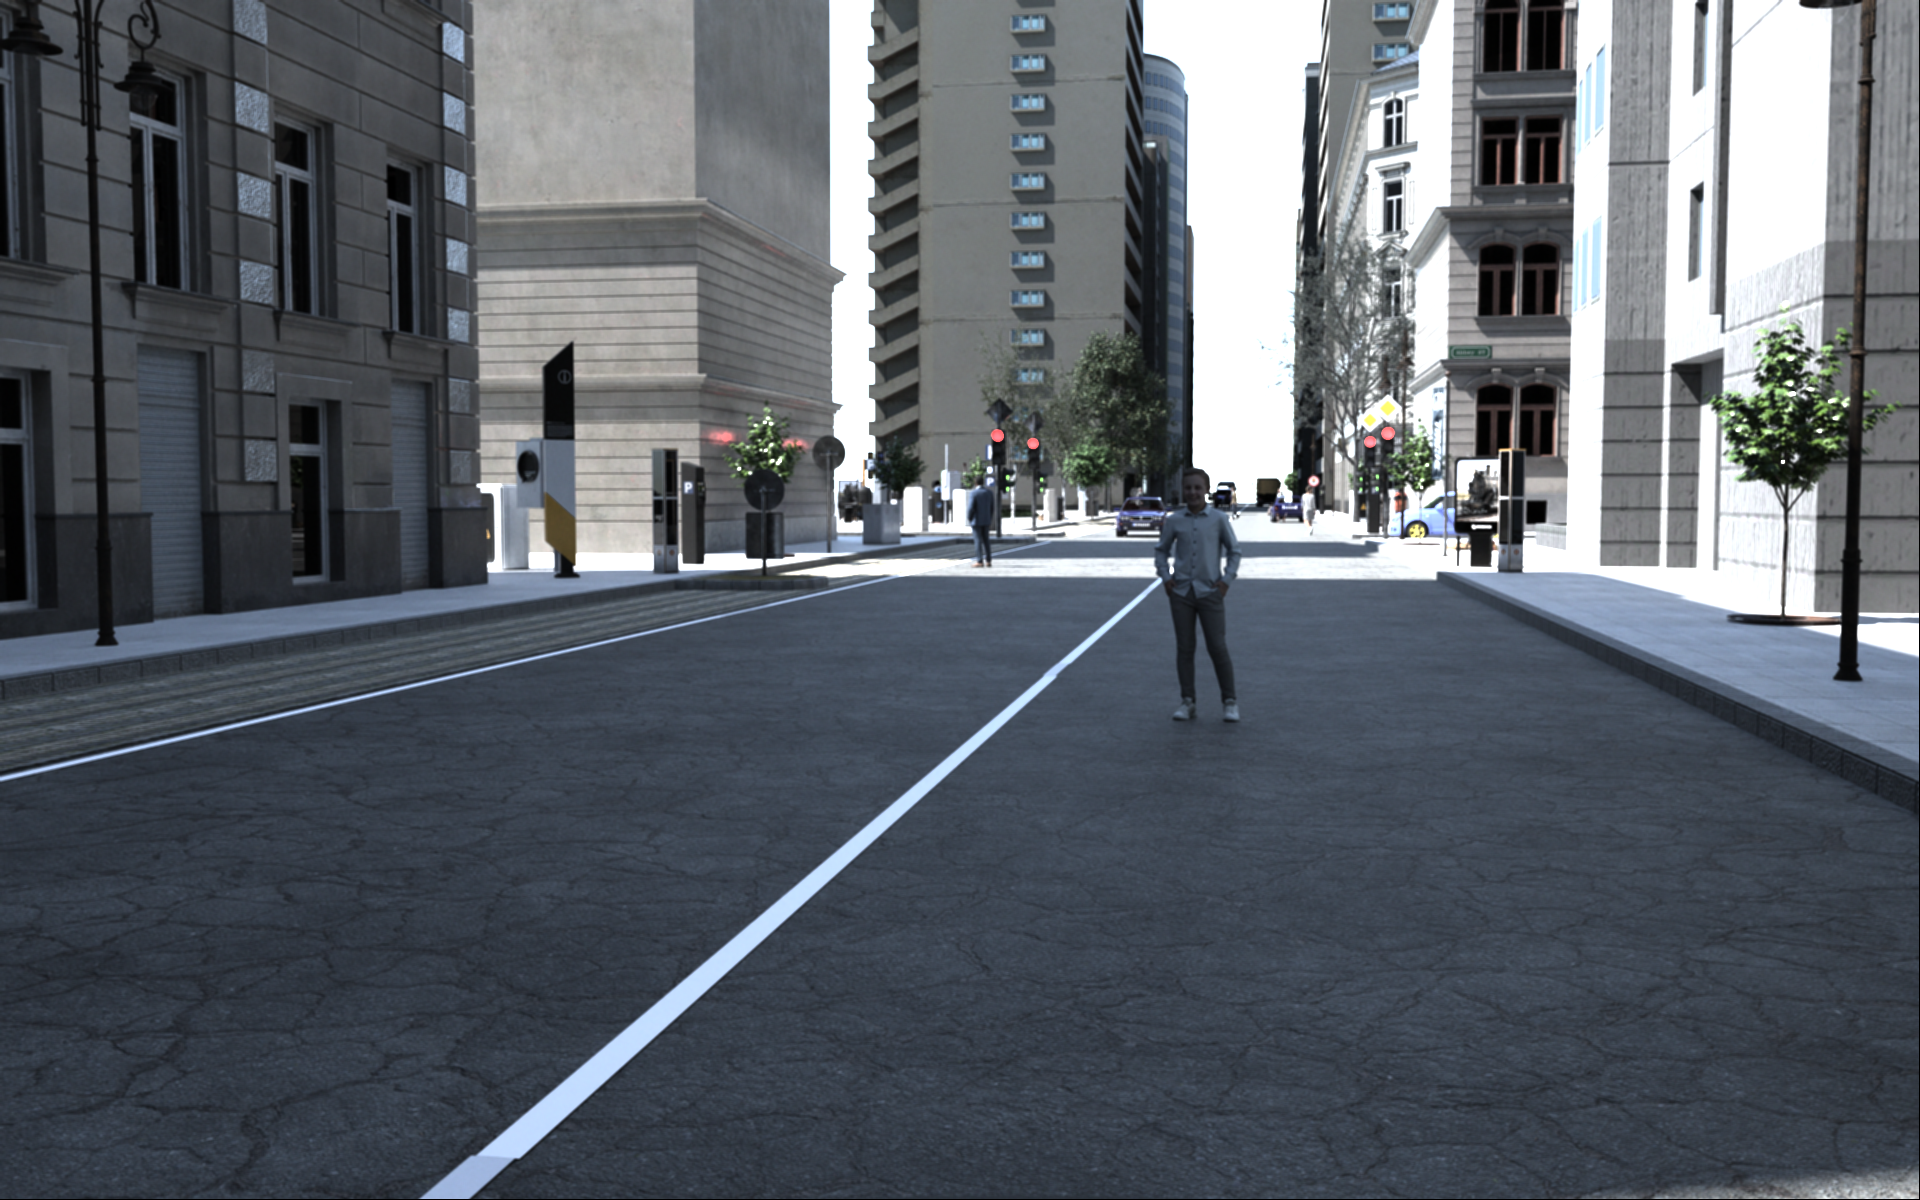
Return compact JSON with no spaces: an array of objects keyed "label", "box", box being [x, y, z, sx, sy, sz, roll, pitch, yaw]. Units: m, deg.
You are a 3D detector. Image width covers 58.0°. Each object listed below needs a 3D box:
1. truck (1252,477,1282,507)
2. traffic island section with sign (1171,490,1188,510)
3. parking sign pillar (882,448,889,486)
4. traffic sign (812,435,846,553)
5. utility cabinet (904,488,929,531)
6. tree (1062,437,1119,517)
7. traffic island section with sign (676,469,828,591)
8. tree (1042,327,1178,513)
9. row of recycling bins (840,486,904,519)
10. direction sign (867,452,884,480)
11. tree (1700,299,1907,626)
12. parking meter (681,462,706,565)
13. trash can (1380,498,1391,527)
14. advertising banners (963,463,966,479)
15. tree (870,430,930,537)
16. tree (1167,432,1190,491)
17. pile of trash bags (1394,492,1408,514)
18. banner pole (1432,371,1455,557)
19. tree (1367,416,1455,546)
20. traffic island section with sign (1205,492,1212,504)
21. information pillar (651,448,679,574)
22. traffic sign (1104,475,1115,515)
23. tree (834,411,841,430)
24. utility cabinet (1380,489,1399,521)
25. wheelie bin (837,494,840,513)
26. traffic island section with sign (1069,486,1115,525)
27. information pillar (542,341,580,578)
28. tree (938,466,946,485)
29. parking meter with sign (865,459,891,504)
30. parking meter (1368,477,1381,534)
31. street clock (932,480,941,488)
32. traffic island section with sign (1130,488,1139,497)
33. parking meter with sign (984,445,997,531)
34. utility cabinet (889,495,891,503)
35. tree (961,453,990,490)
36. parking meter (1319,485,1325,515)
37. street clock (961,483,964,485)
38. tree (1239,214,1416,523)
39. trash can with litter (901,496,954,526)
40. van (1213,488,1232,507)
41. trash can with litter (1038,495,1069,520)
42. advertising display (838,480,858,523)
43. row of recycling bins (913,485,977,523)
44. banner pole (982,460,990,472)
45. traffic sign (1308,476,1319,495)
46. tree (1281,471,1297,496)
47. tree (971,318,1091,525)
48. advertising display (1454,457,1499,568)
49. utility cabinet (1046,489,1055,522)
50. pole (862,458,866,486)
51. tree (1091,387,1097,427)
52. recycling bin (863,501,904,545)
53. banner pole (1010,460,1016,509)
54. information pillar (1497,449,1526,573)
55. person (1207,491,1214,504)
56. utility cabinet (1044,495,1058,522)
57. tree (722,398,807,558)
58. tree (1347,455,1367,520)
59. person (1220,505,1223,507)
[{"label":"truck","box":[35.446,-12.462,199.674,3.469,3.379,9.791,1,4,8]},{"label":"traffic island section with sign","box":[19.579,-9.088,157.219,1.989,1.847,2.006,1,4,10]},{"label":"parking sign pillar","box":[-4.409,-6.950,102.106,1.447,3.967,1.447,0,4,-3]},{"label":"traffic sign","box":[-2.848,-2.294,37.619,0.768,2.556,0.104,1,4,14]},{"label":"utility cabinet","box":[-1.492,-3.110,59.533,0.318,1.500,1.173,-2,4,-33]},{"label":"tree","box":[7.400,-7.044,98.881,4.285,4.588,4.351,0,3,0]},{"label":"traffic island section with sign","box":[-3.099,-1.093,26.498,1.989,1.847,2.006,1,4,10]},{"label":"tree","box":[10.231,-12.331,118.614,9.611,12.733,9.660,0,3,0]},{"label":"row of recycling bins","box":[-4.390,-4.982,88.572,3.534,1.692,1.069,0,4,1]},{"label":"direction sign","box":[-4.506,-6.137,92.339,0.876,3.537,0.379,0,4,-8]},{"label":"tree","box":[8.197,-1.392,17.354,1.663,3.219,1.824,0,3,0]},{"label":"parking meter","box":[-4.859,-1.581,31.563,0.399,1.863,0.255,2,4,28]},{"label":"trash can","box":[16.665,-3.471,68.407,0.748,1.137,0.748,0,3,0]},{"label":"advertising banners","box":[0.470,-6.249,98.362,0.090,3.025,2.074,1,4,16]},{"label":"tree","box":[-1.973,-3.527,52.261,1.663,3.219,1.824,0,3,0]},{"label":"tree","box":[24.892,-15.470,203.293,4.737,8.622,4.395,0,3,0]},{"label":"pile of trash bags","box":[21.027,-4.163,77.817,1.912,1.369,3.447,-3,5,-45]},{"label":"banner pole","box":[9.883,-2.787,35.577,0.401,3.779,0.863,-1,4,-12]},{"label":"tree","box":[11.427,-2.988,43.460,1.663,3.219,1.824,0,3,0]},{"label":"traffic island section with sign","box":[38.284,-15.690,265.152,1.989,1.847,2.006,1,4,10]},{"label":"information pillar","box":[-4.761,-1.437,27.995,0.304,2.012,0.304,3,4,39]},{"label":"traffic sign","box":[9.223,-6.554,107.261,0.768,2.556,0.104,1,4,16]},{"label":"tree","box":[-9.129,-9.093,99.028,4.360,8.622,3.978,0,3,0]},{"label":"utility cabinet","box":[20.308,-4.509,82.404,0.318,1.500,1.173,-3,4,-37]},{"label":"wheelie bin","box":[-7.283,-6.133,108.188,0.693,1.594,0.980,3,4,37]},{"label":"traffic island section with sign","box":[6.113,-4.340,79.589,1.989,1.847,2.006,1,4,10]},{"label":"information pillar","box":[-6.108,-2.147,26.466,0.504,3.616,0.183,-2,4,-34]},{"label":"tree","box":[-1.077,-7.715,120.737,1.663,3.219,1.824,0,3,0]},{"label":"parking meter with sign","box":[-3.958,-5.469,85.685,0.543,3.016,1.738,-3,4,-38]},{"label":"parking meter","box":[13.395,-3.077,56.023,0.399,1.863,0.255,1,4,14]},{"label":"street clock","box":[-1.252,-5.348,92.003,0.358,2.002,0.471,3,5,43]},{"label":"traffic island section with sign","box":[10.897,-6.027,107.176,1.989,1.847,2.006,1,4,10]},{"label":"parking meter with sign","box":[1.066,-3.916,60.289,0.543,3.016,1.738,0,4,8]},{"label":"utility cabinet","box":[-5.187,-6.439,116.433,1.020,1.237,0.306,-1,4,-9]},{"label":"tree","box":[0.756,-5.327,81.699,1.663,3.219,1.824,0,3,0]},{"label":"parking meter","box":[22.295,-6.173,106.633,0.255,1.863,0.399,2,4,31]},{"label":"street clock","box":[0.118,-7.452,126.413,0.358,2.002,0.471,-2,4,-33]},{"label":"tree","box":[17.541,-10.188,76.939,12.009,13.543,11.850,0,3,0]},{"label":"trash can with litter","box":[-1.140,-3.891,74.667,1.678,1.210,2.233,-3,5,-40]},{"label":"van","box":[28.855,-11.293,189.030,2.240,2.365,5.245,1,4,12]},{"label":"trash can with litter","box":[4.632,-4.619,86.574,2.233,1.210,1.678,-3,5,-44]},{"label":"advertising display","box":[-5.013,-4.422,77.507,0.974,1.923,0.123,-2,4,-30]},{"label":"row of recycling bins","box":[-0.477,-4.275,77.017,3.534,1.692,1.069,1,4,11]},{"label":"banner pole","box":[1.705,-7.673,115.462,0.863,3.779,0.401,0,4,-8]},{"label":"traffic sign","box":[24.271,-7.262,118.842,0.768,2.556,0.104,1,4,19]},{"label":"tree","box":[42.162,-14.392,219.024,4.285,4.588,4.351,0,3,0]},{"label":"tree","box":[2.389,-7.443,72.059,4.360,8.622,3.978,0,3,0]},{"label":"advertising display","box":[9.106,-1.529,30.216,0.974,1.923,0.123,3,5,40]},{"label":"utility cabinet","box":[4.055,-4.238,77.962,0.318,1.500,1.173,0,4,-3]},{"label":"pole","box":[-5.457,-6.389,98.297,0.158,3.312,0.155,0,3,0]},{"label":"tree","box":[5.298,-8.576,90.574,4.360,8.622,3.978,0,3,0]},{"label":"recycling bin","box":[-2.005,-1.944,44.346,0.722,1.027,0.722,3,5,40]},{"label":"banner pole","box":[3.846,-8.310,125.885,0.401,3.779,0.863,-2,4,-31]},{"label":"information pillar","box":[9.040,-1.462,28.395,0.304,2.012,0.304,-1,4,-22]},{"label":"person","box":[29.737,-11.926,203.486,1.348,1.824,0.705,1,4,16]},{"label":"utility cabinet","box":[4.193,-4.198,79.798,0.306,1.237,1.020,-1,4,-19]},{"label":"tree","box":[-4.008,-2.483,35.204,1.663,3.219,1.824,0,3,0]},{"label":"tree","box":[19.975,-5.577,85.787,1.663,3.219,1.824,0,3,0]},{"label":"person","box":[29.183,-11.278,193.608,0.721,1.735,1.217,3,5,44]}]
